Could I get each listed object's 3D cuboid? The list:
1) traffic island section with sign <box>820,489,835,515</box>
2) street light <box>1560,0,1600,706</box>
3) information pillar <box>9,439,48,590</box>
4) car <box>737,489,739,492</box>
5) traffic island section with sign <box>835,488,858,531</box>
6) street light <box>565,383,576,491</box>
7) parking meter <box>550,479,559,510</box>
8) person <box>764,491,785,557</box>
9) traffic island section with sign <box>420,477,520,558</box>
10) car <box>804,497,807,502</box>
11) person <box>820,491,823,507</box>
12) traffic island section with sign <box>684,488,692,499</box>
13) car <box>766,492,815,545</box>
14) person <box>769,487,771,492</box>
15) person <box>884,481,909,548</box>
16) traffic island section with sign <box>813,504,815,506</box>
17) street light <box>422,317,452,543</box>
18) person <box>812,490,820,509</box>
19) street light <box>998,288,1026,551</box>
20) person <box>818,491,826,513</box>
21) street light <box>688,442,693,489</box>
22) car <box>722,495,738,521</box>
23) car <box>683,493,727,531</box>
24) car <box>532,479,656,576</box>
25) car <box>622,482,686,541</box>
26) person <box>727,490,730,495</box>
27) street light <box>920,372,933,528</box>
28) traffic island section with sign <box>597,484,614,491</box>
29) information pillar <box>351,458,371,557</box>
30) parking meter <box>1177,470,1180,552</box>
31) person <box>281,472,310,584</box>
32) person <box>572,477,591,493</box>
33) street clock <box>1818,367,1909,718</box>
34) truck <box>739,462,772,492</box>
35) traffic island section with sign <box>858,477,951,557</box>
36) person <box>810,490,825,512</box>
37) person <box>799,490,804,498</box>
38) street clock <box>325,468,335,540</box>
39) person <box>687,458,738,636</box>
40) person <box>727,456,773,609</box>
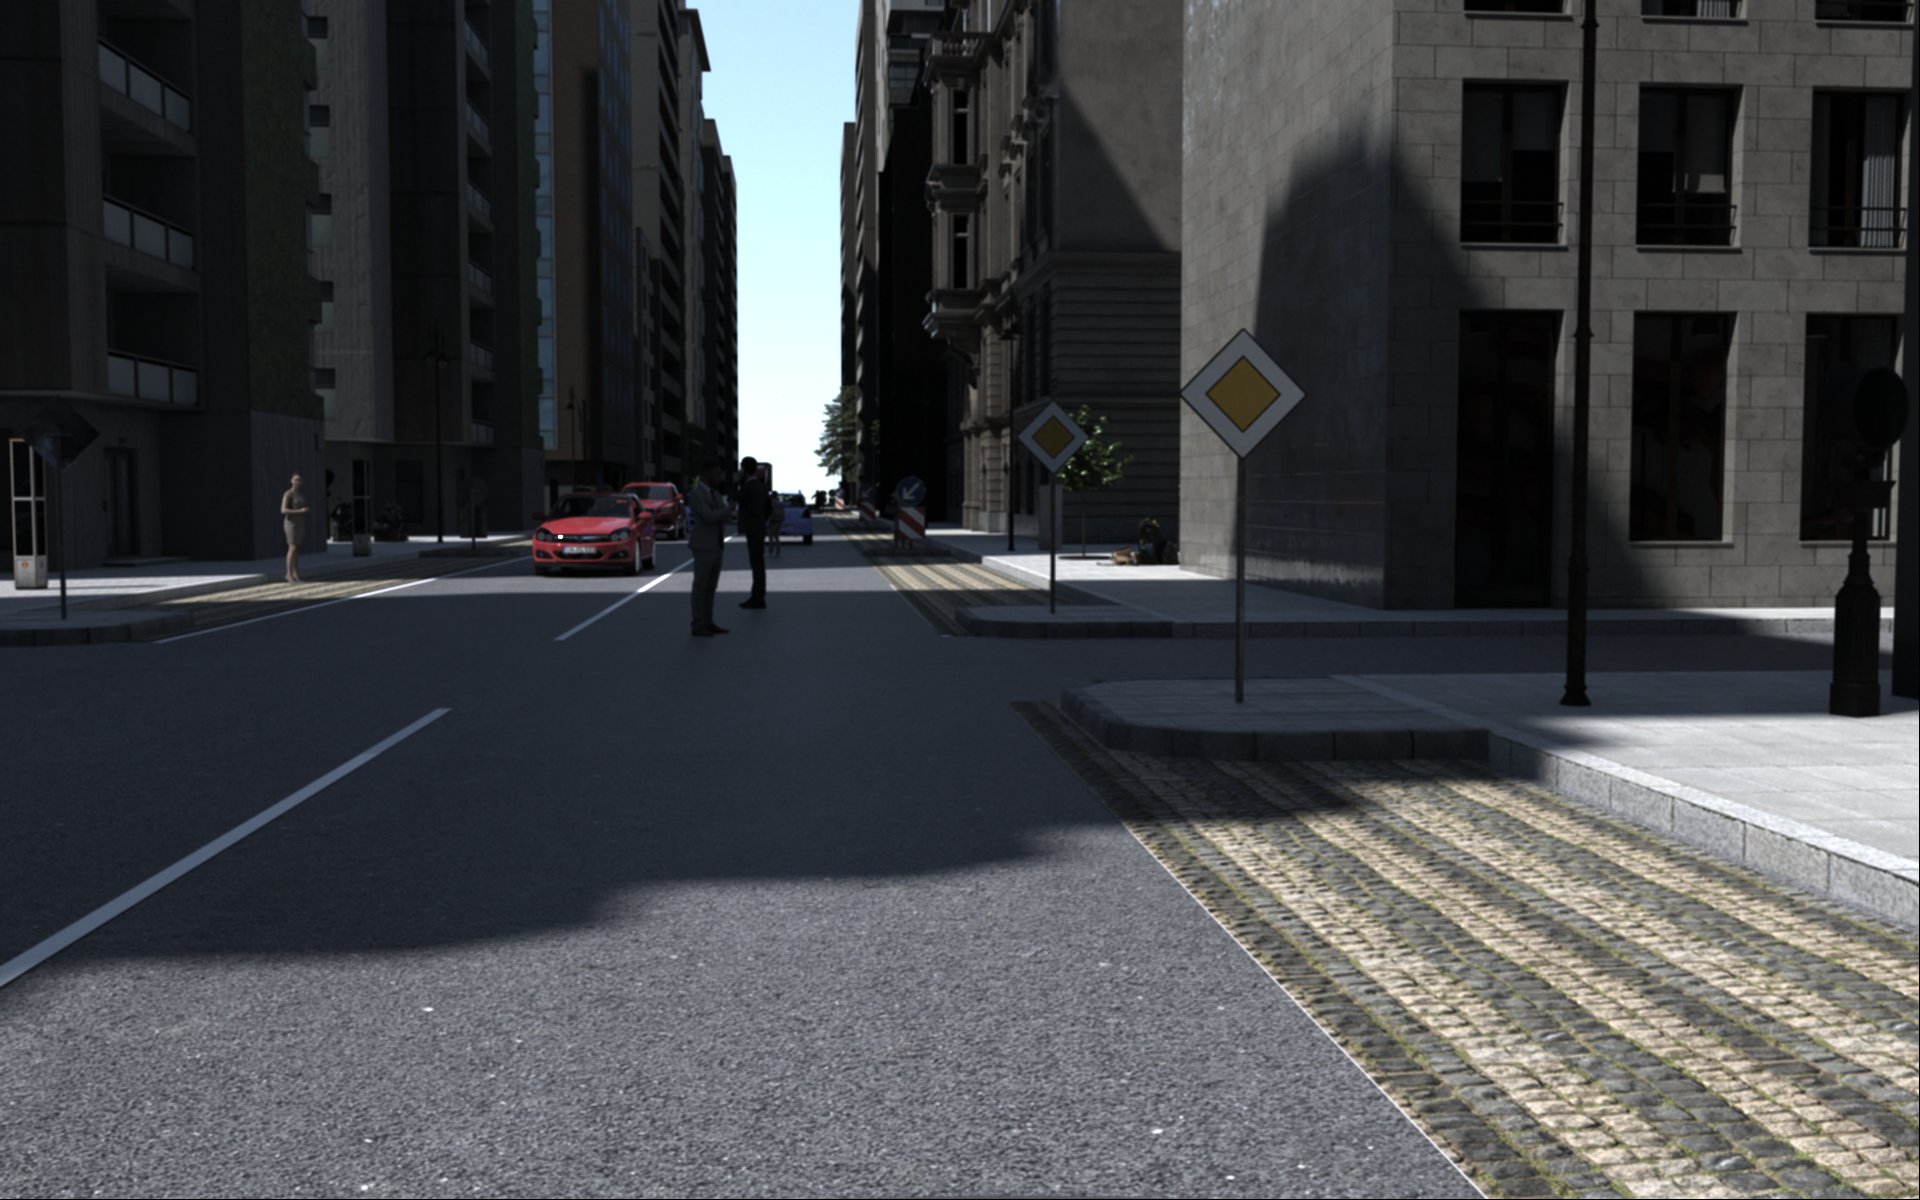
[{"bbox_3d":[-8.308,-6.661,117.538,1.989,1.847,2.006,0,4,-5],"label":"traffic island section with sign"},{"bbox_3d":[3.752,-2.299,10.383,0.468,5.910,1.993,0,4,-5],"label":"street light"},{"bbox_3d":[-12.496,-1.147,23.252,0.304,2.012,0.304,0,3,0],"label":"information pillar"},{"bbox_3d":[-17.513,-8.116,141.376,2.281,1.827,5.304,0,4,-5],"label":"car"},{"bbox_3d":[-3.752,-3.599,67.468,1.989,1.847,2.006,0,4,-5],"label":"traffic island section with sign"},{"bbox_3d":[-16.202,-6.103,72.579,0.468,5.910,1.993,0,4,-5],"label":"street light"},{"bbox_3d":[-15.623,-3.732,66.724,0.255,1.863,0.399,0,4,2],"label":"parking meter"},{"bbox_3d":[-4.237,-1.737,39.501,0.523,1.515,0.503,0,4,0],"label":"person"},{"bbox_3d":[-11.198,-1.902,39.728,1.989,1.847,2.006,0,4,-5],"label":"traffic island section with sign"},{"bbox_3d":[-18.922,-11.778,202.360,2.009,1.686,4.222,0,4,-4],"label":"car"},{"bbox_3d":[-15.642,-11.415,195.162,0.705,1.821,1.348,-1,4,-9],"label":"person"},{"bbox_3d":[-18.157,-6.581,116.223,1.989,1.847,2.006,0,4,-5],"label":"traffic island section with sign"},{"bbox_3d":[-5.156,-2.488,50.276,1.945,1.707,3.694,0,4,-7],"label":"car"},{"bbox_3d":[-10.657,-5.395,96.665,1.348,1.831,0.705,2,4,34],"label":"person"},{"bbox_3d":[-1.566,-2.137,43.801,0.716,1.782,0.532,0,4,-1],"label":"person"},{"bbox_3d":[-15.813,-11.703,199.978,1.989,1.847,2.006,0,4,-5],"label":"traffic island section with sign"},{"bbox_3d":[-13.702,-4.446,45.479,0.468,5.910,1.993,0,4,-5],"label":"street light"},{"bbox_3d":[-13.342,-9.436,162.872,1.348,1.812,0.705,-2,4,-35],"label":"person"},{"bbox_3d":[1.159,-4.047,38.951,0.468,5.910,1.993,0,4,-5],"label":"street light"},{"bbox_3d":[-10.527,-7.494,131.941,0.541,1.710,0.530,3,5,44],"label":"person"},{"bbox_3d":[-23.095,-10.766,148.806,0.468,5.910,1.993,0,4,-5],"label":"street light"},{"bbox_3d":[-11.338,-4.418,84.591,2.083,1.381,4.827,0,4,-5],"label":"car"},{"bbox_3d":[-9.949,-3.492,66.690,1.945,1.707,3.694,0,4,-6],"label":"car"},{"bbox_3d":[-6.633,-1.382,31.643,2.155,1.783,4.494,0,4,-4],"label":"car"},{"bbox_3d":[-9.782,-2.801,54.477,2.281,1.827,5.304,0,4,-5],"label":"car"},{"bbox_3d":[-21.095,-9.216,159.166,1.348,1.826,0.705,-1,4,-11],"label":"person"},{"bbox_3d":[-1.281,-5.698,65.949,0.468,5.910,1.993,0,4,-5],"label":"street light"},{"bbox_3d":[-13.691,-3.572,67.028,1.989,1.847,2.006,0,4,-5],"label":"traffic island section with sign"},{"bbox_3d":[-12.297,-1.900,35.563,0.304,2.012,0.304,0,4,-5],"label":"information pillar"},{"bbox_3d":[4.950,-1.982,38.112,0.255,1.863,0.399,2,4,26],"label":"parking meter"},{"bbox_3d":[-10.636,-1.157,27.757,0.374,1.781,0.599,1,4,12],"label":"person"},{"bbox_3d":[-10.335,-2.418,47.403,0.474,1.900,0.648,3,5,43],"label":"person"},{"bbox_3d":[5.186,-0.331,9.983,0.471,2.002,0.358,-2,4,-24],"label":"street clock"},{"bbox_3d":[-18.258,-10.144,154.768,2.839,4.237,11.283,0,4,-3],"label":"truck"},{"bbox_3d":[-1.288,-1.932,40.224,1.989,1.847,2.006,0,4,-5],"label":"traffic island section with sign"},{"bbox_3d":[-11.198,-7.768,136.230,1.217,1.743,0.721,1,4,14],"label":"person"},{"bbox_3d":[-14.477,-9.036,156.255,1.348,1.821,0.705,3,5,43],"label":"person"},{"bbox_3d":[-17.875,-2.706,48.806,0.471,2.002,0.358,0,4,-7],"label":"street clock"},{"bbox_3d":[-2.503,-0.546,17.605,0.466,1.800,0.511,0,4,7],"label":"person"},{"bbox_3d":[-2.648,-0.850,21.766,0.474,1.900,0.648,1,4,10],"label":"person"}]
